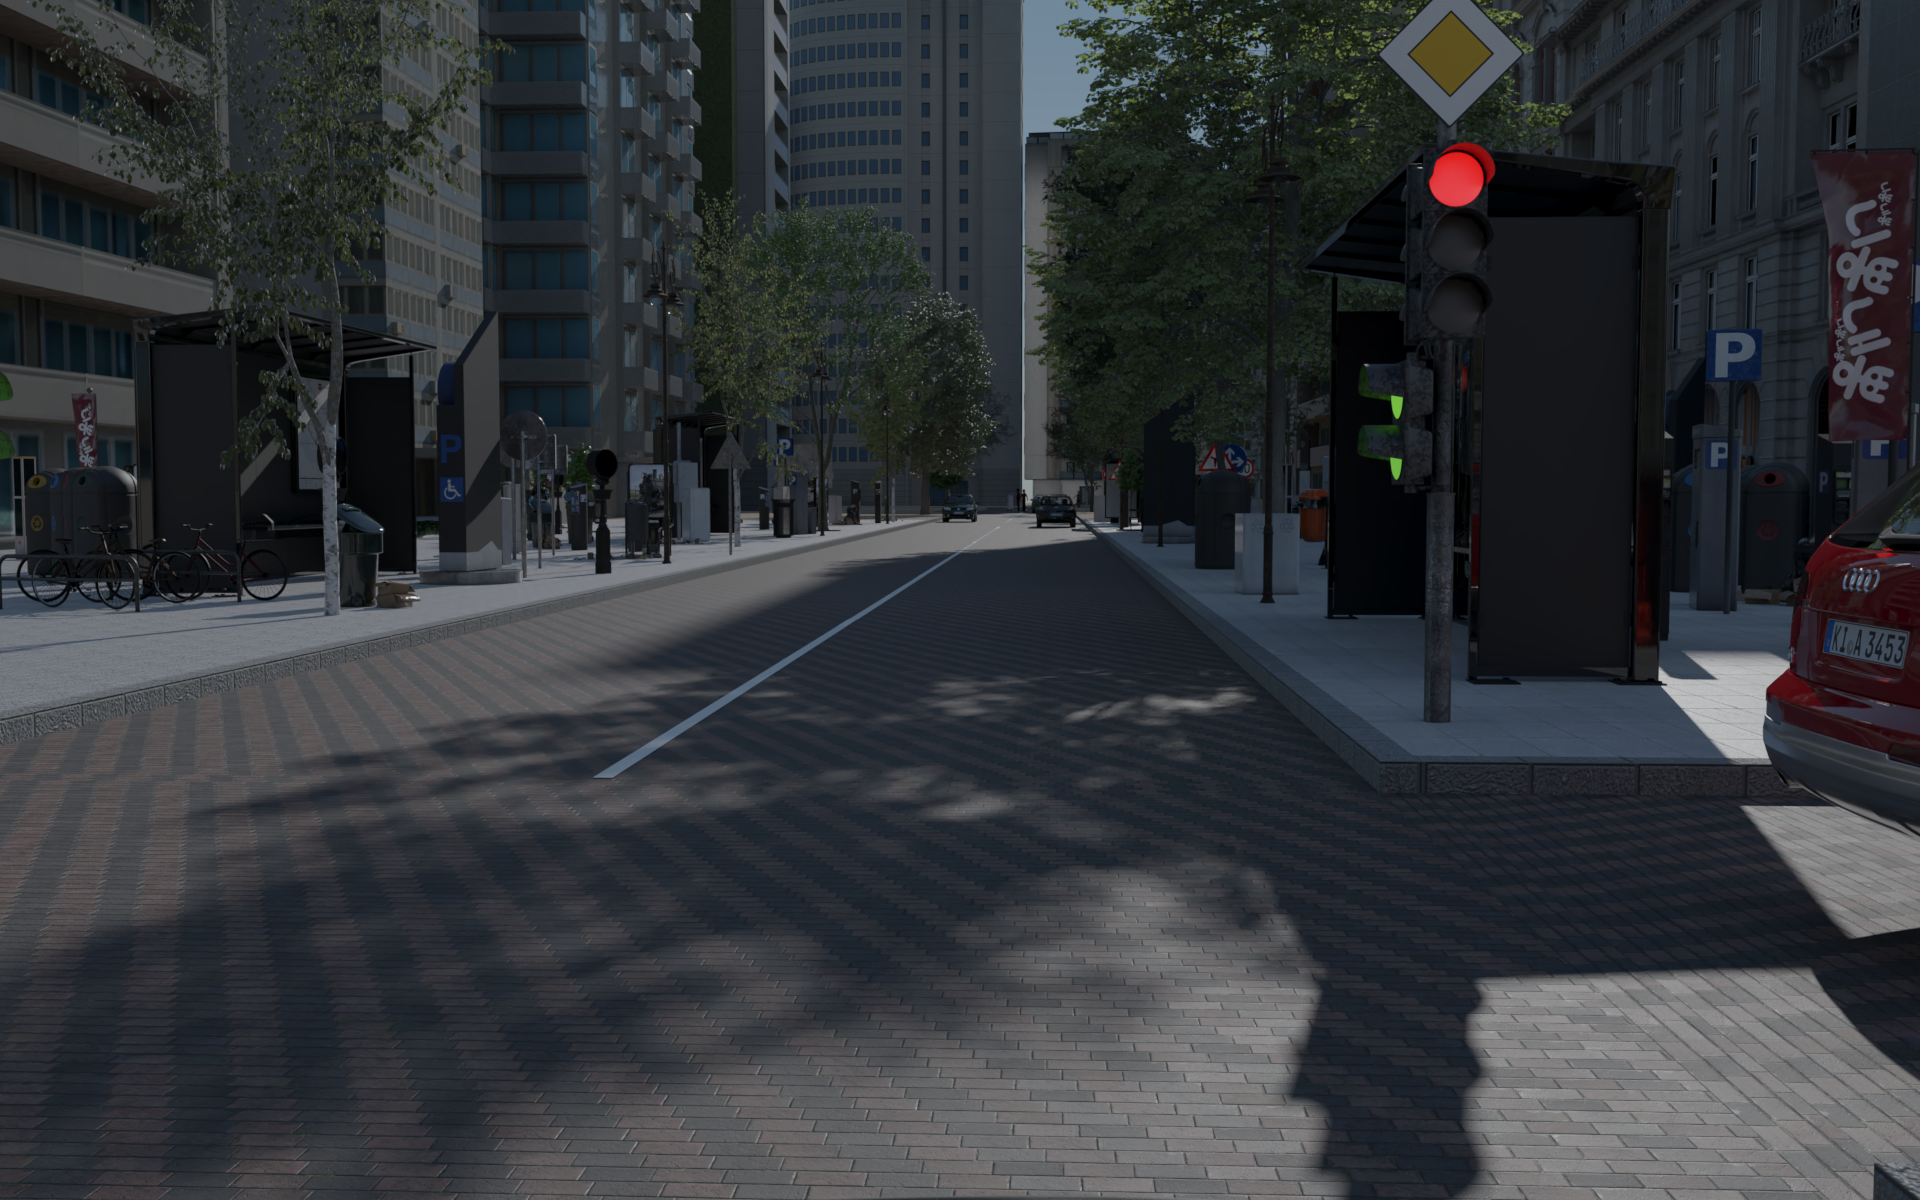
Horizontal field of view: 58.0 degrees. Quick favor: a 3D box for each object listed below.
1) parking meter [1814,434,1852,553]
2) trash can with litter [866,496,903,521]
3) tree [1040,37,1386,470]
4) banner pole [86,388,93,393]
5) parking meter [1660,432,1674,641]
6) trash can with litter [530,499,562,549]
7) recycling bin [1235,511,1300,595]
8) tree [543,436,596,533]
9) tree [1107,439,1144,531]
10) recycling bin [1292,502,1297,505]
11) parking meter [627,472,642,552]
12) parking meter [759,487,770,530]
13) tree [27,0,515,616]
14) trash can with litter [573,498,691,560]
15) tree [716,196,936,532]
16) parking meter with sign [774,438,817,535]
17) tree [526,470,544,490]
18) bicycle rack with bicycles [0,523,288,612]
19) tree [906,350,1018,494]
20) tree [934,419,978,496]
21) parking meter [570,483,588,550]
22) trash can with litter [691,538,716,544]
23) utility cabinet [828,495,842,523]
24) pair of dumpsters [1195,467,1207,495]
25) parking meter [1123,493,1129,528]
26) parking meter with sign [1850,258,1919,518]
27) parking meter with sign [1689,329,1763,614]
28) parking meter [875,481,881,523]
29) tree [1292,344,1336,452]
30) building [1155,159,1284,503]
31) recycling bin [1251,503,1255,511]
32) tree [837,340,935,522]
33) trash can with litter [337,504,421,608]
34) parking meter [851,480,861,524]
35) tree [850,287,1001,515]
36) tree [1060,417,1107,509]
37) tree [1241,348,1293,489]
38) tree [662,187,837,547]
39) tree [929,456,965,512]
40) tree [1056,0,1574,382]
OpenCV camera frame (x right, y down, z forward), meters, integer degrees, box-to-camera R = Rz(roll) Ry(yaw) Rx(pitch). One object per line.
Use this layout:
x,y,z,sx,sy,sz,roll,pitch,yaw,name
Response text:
8.466,-0.674,16.736,0.255,1.863,0.399,0,4,1,parking meter
-3.518,-4.343,82.063,1.678,1.210,2.233,-1,4,-9,trash can with litter
5.151,-6.180,35.462,7.601,10.594,8.767,1,4,14,tree
-20.450,-3.096,40.631,0.401,3.779,0.863,0,4,-8,banner pole
6.077,-0.582,15.233,0.255,1.863,0.399,0,4,5,parking meter
-9.668,-1.793,40.696,0.624,1.170,1.055,-3,5,-41,trash can with litter
3.962,-0.600,22.369,0.722,1.027,0.722,0,4,0,recycling bin
-12.640,-3.873,57.918,1.663,3.219,1.824,0,3,0,tree
5.986,-4.023,60.373,1.663,3.219,1.824,0,3,0,tree
10.345,-2.560,54.403,0.722,1.027,0.722,3,5,44,recycling bin
-7.220,-2.007,38.520,0.255,1.863,0.399,-2,4,-35,parking meter
-7.079,-3.316,62.633,0.372,1.533,0.369,0,3,0,parking meter
-6.885,-4.140,18.053,4.360,8.622,3.978,0,3,0,tree
-6.809,-1.427,34.397,2.233,1.210,1.678,-3,5,-43,trash can with litter
-4.650,-8.184,59.565,9.928,11.665,9.643,0,3,0,tree
-5.127,-3.586,54.892,0.543,3.016,1.738,2,4,23,parking meter with sign
-15.337,-4.288,64.709,1.663,3.219,1.824,0,3,0,tree
-9.732,-0.407,20.034,2.925,0.926,2.852,1,4,14,bicycle rack with bicycles
0.026,-14.474,147.022,12.009,13.543,11.850,0,3,0,tree
-0.662,-11.057,131.138,4.360,8.622,3.978,0,3,0,tree
-8.705,-1.907,39.584,0.372,1.533,0.369,0,3,0,parking meter
-7.397,-2.038,44.381,2.233,1.210,1.678,0,4,4,trash can with litter
-5.553,-4.036,77.151,0.306,1.237,1.020,-2,4,-23,utility cabinet
8.633,-3.746,63.744,1.574,2.255,4.437,0,4,3,pair of dumpsters
6.349,-3.715,66.449,0.255,1.863,0.399,1,4,9,parking meter
7.314,-1.066,13.683,0.543,3.016,1.738,2,4,25,parking meter with sign
8.411,-1.404,19.209,0.543,3.016,1.738,1,4,16,parking meter with sign
-3.593,-4.295,75.941,0.255,1.863,0.399,0,4,3,parking meter
16.971,-7.594,74.529,4.360,8.622,3.978,0,3,0,tree
33.433,-30.851,196.288,23.993,40.220,32.217,0,4,3,building
7.918,-2.256,49.433,0.722,1.027,0.722,-2,4,-29,recycling bin
-3.314,-7.931,80.036,4.737,8.622,4.395,0,3,0,tree
-6.655,-0.511,19.744,1.055,1.170,0.624,1,4,18,trash can with litter
-4.399,-4.131,73.259,0.399,1.863,0.255,0,4,6,parking meter
-2.100,-12.277,107.382,9.857,13.997,8.962,0,3,0,tree
10.633,-11.998,146.524,4.737,8.622,4.395,0,3,0,tree
14.895,-8.029,81.637,4.360,8.622,3.978,0,3,0,tree
-5.313,-5.590,41.763,4.360,8.622,3.978,0,3,0,tree
-1.116,-8.645,125.063,4.285,4.588,4.351,0,3,0,tree
5.123,-6.579,25.688,7.486,12.596,7.792,0,3,0,tree
